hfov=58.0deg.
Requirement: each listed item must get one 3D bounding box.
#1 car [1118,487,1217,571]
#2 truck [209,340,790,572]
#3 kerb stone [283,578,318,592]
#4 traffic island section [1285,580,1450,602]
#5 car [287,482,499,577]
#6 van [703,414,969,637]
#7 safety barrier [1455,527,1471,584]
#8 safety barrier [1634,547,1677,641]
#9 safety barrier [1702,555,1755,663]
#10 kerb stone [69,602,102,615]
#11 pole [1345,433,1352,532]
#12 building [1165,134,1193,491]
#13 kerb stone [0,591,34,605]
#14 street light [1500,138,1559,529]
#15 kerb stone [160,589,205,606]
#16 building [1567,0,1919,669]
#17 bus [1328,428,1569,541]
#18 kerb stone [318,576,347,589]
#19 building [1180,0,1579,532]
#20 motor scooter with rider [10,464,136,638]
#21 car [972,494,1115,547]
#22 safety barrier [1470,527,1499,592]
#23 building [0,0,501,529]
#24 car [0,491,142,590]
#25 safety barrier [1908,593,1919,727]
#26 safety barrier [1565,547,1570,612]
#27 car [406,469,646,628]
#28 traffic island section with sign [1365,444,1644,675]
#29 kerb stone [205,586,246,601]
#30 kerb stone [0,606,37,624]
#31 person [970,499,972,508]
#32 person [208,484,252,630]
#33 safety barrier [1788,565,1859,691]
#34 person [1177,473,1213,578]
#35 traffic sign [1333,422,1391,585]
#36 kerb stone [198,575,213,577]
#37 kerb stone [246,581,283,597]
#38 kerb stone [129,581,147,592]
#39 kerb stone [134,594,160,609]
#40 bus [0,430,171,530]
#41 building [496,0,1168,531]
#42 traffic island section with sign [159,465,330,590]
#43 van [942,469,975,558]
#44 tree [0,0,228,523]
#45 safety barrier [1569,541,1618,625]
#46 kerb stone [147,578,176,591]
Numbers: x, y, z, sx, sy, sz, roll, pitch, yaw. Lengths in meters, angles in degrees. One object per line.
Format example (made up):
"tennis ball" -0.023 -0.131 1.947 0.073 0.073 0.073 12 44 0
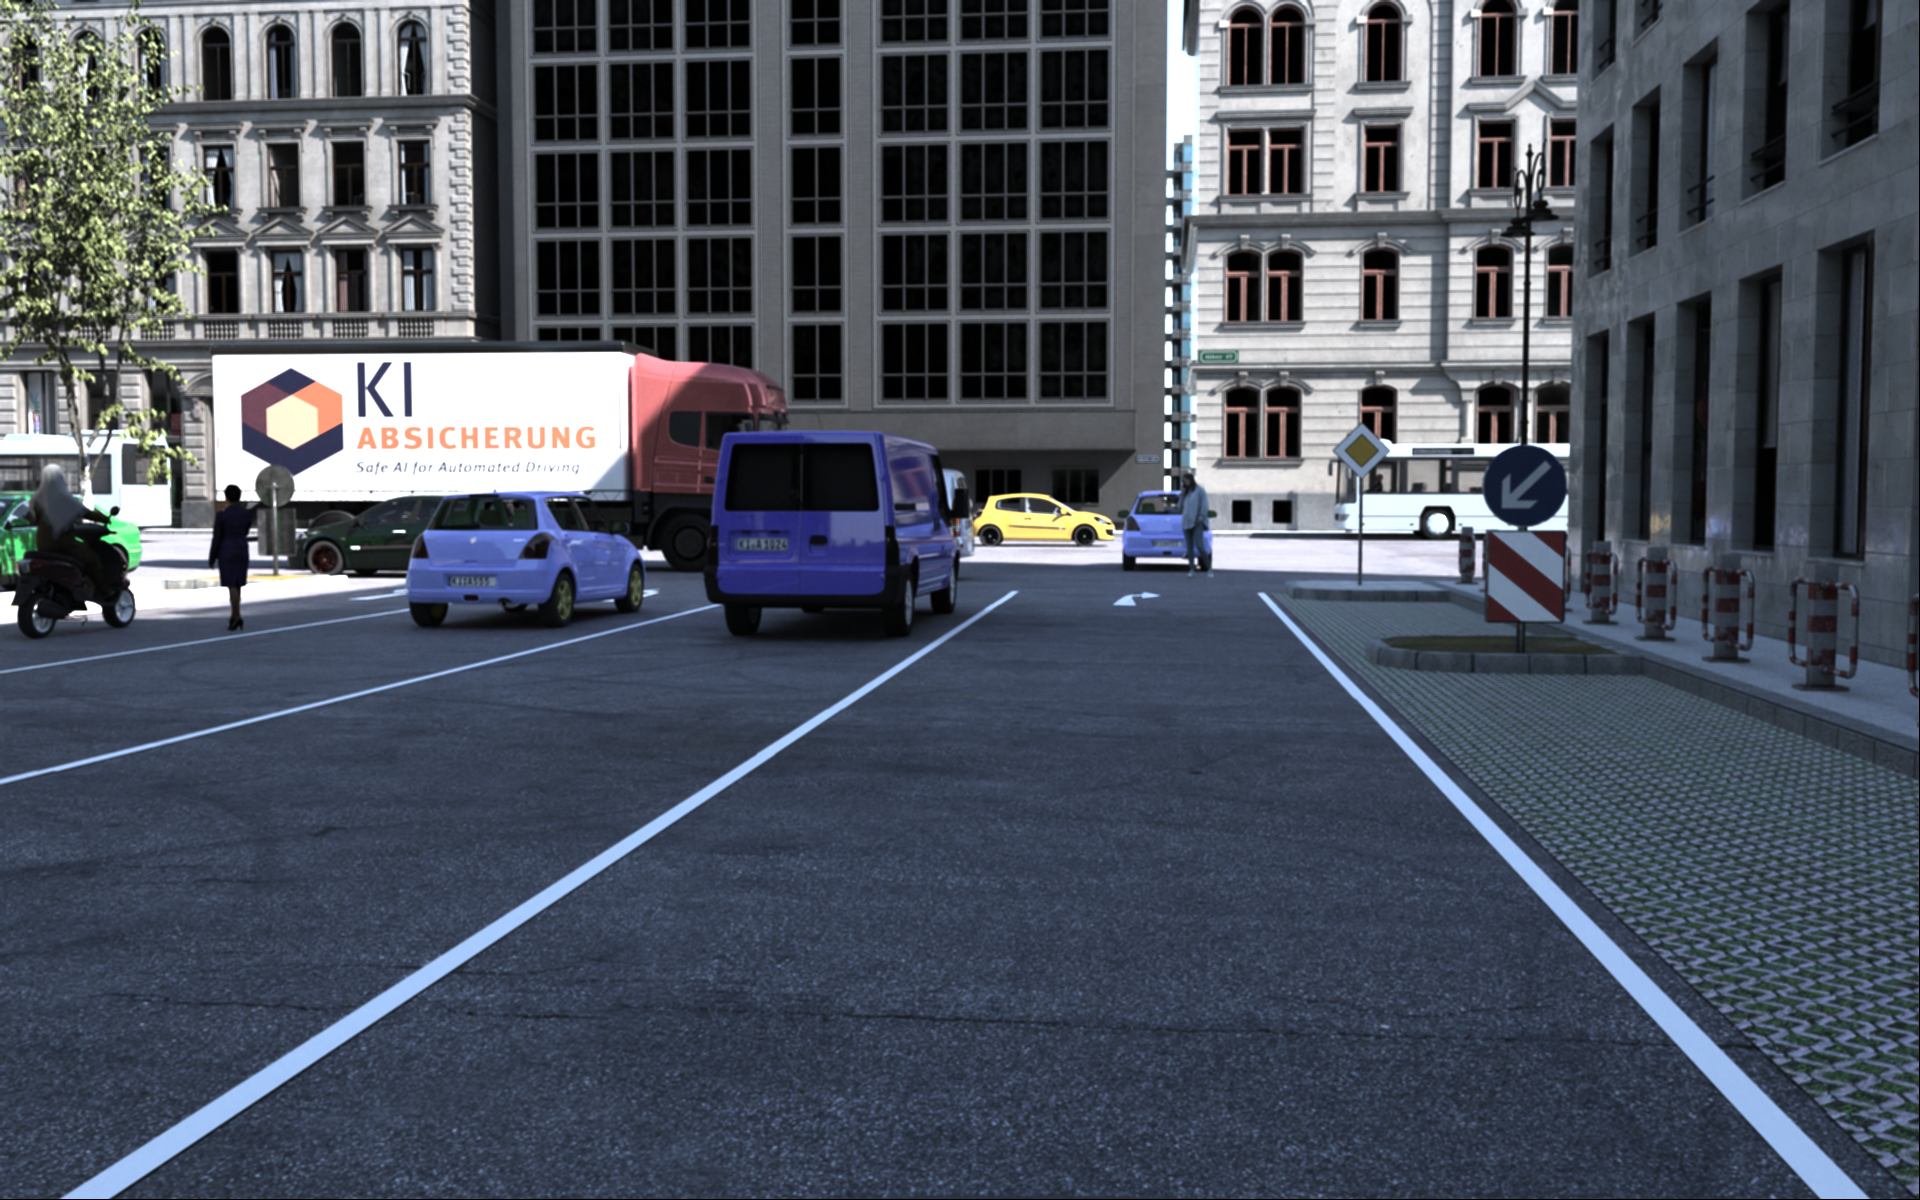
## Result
"car" 4.022 -1.471 33.640 1.945 1.707 3.694 0 4 6
"truck" -8.248 -2.697 33.002 11.283 4.237 2.839 0 4 5
"kerb stone" -9.858 -0.213 25.677 0.120 0.150 1.000 0 4 7
"traffic island section" 5.645 -0.128 24.369 2.009 0.180 2.903 0 4 7
"car" -9.517 -1.245 30.146 4.222 1.686 2.009 0 4 7
"van" -1.213 -0.904 19.161 2.240 2.365 5.245 0 4 7
"safety barrier" 7.229 -0.637 24.698 0.300 0.817 1.120 0 4 7
"safety barrier" 6.092 -0.054 15.163 0.300 0.817 1.120 0 4 7
"safety barrier" 5.864 0.063 13.238 0.300 0.817 1.120 0 4 7
"kerb stone" -10.472 0.100 20.563 0.120 0.150 1.000 0 4 7
"pole" 13.078 -3.933 58.153 0.158 3.312 0.155 0 3 0
"building" 41.775 -37.143 226.896 30.456 49.044 23.786 0 4 7
"kerb stone" -12.313 -0.040 22.846 0.120 0.150 1.000 0 4 7
"street light" 7.515 -3.072 23.015 0.468 5.910 1.993 0 4 7
"kerb stone" -10.220 -0.026 22.614 0.120 0.150 1.000 0 4 7
"building" 12.335 -9.726 13.779 10.420 20.320 16.860 0 4 7
"bus" 17.642 -3.622 54.087 13.247 3.499 2.948 0 4 7
"kerb stone" -9.740 -0.275 26.697 0.120 0.150 1.000 0 4 7
"building" 19.822 -16.917 63.975 23.554 28.519 14.401 0 4 7
"motor scooter with rider" -9.089 -0.542 17.830 0.876 1.779 1.986 0 4 5
"car" 2.276 -2.302 47.869 3.980 1.641 2.015 0 4 5
"safety barrier" 6.997 -0.521 22.787 0.300 0.817 1.120 0 4 7
"building" -26.099 -14.568 67.065 19.941 23.489 11.050 0 4 7
"car" -13.586 -0.956 24.423 1.959 1.807 4.718 1 4 9
"safety barrier" 5.416 0.297 9.425 0.300 0.817 1.120 0 4 7
"safety barrier" 6.543 -0.288 18.977 0.300 0.817 1.120 0 4 7
"car" -4.886 -0.635 19.970 1.945 1.707 3.694 0 4 8
"traffic island section with sign" 4.506 -0.369 14.654 1.989 1.847 2.006 0 4 7
"kerb stone" -10.103 -0.087 23.634 0.120 0.150 1.000 0 4 7
"kerb stone" -10.588 0.162 19.540 0.120 0.150 1.000 0 4 7
"person" 0.099 -2.376 49.408 0.516 1.574 0.319 0 4 -8
"person" -7.749 -0.455 18.302 0.546 1.535 0.453 2 4 24
"safety barrier" 5.639 0.180 11.330 0.300 0.817 1.120 0 4 7
"person" 4.067 -1.288 29.816 0.793 1.790 0.793 1 4 16
"traffic sign" 5.620 -1.263 24.295 0.795 2.450 0.064 0 4 7
"kerb stone" -11.826 -0.288 26.943 0.120 0.150 1.000 0 4 7
"kerb stone" -9.978 -0.149 24.654 0.120 0.150 1.000 0 4 7
"kerb stone" -12.068 -0.164 24.897 0.120 0.150 1.000 0 4 7
"kerb stone" -10.346 0.041 21.589 0.120 0.150 1.000 0 4 7
"bus" -30.478 -3.477 51.715 13.247 3.499 2.948 0 4 7
"building" -4.082 -16.664 65.967 24.014 27.812 14.314 0 4 7
"traffic island section with sign" -10.803 -1.126 26.554 2.006 1.907 1.989 0 4 7
"van" -1.826 -1.351 29.105 4.112 2.044 2.013 1 4 8
"tree" -11.216 -4.224 21.879 4.737 8.622 4.395 0 3 0
"safety barrier" 6.318 -0.171 17.066 0.300 0.817 1.120 0 4 7
"kerb stone" -11.947 -0.225 25.917 0.120 0.150 1.000 0 4 7
